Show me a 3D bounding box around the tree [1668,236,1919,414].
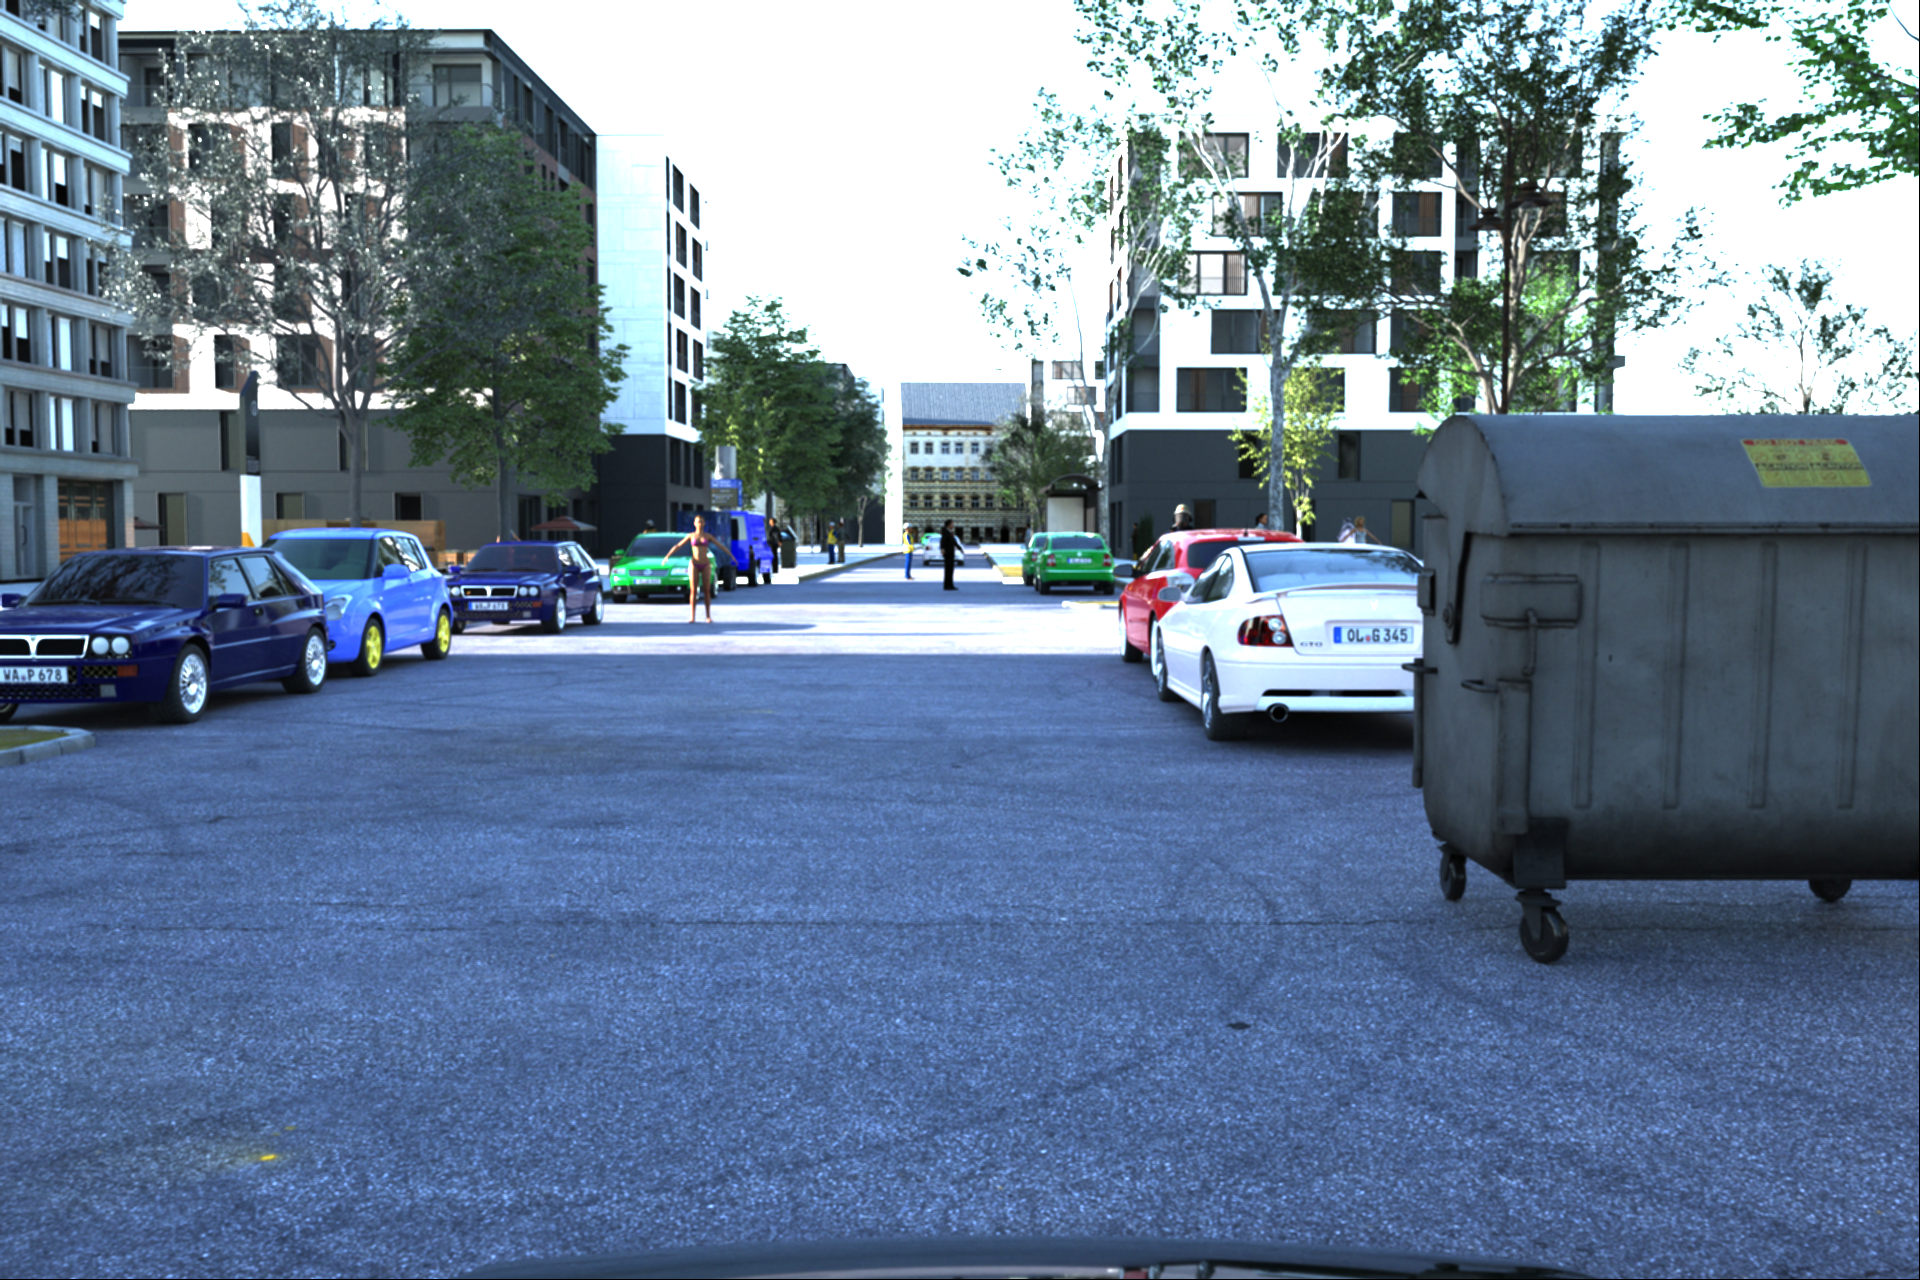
[{"bbox_3d":[26.804,-7.299,53.744,8.767,10.594,7.601,0,4,3],"label":"tree"}]

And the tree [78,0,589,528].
[{"bbox_3d":[-12.884,-7.716,36.531,12.009,13.543,11.850,0,3,0],"label":"tree"}]

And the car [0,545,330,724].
[{"bbox_3d":[-6.650,-0.105,14.295,1.945,1.354,3.894,0,4,0],"label":"car"}]

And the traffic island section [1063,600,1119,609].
[{"bbox_3d":[3.037,-0.687,34.097,1.991,0.108,1.994,0,3,0],"label":"traffic island section"}]

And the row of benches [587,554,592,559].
[{"bbox_3d":[-11.809,-2.322,53.423,1.422,0.672,4.104,0,4,-7],"label":"row of benches"}]

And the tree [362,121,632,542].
[{"bbox_3d":[-13.260,-7.988,48.730,7.486,12.596,7.792,0,3,0],"label":"tree"}]

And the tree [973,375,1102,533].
[{"bbox_3d":[6.179,-13.693,134.254,12.009,13.543,11.850,0,3,0],"label":"tree"}]

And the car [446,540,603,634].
[{"bbox_3d":[-6.569,-0.828,26.110,1.945,1.354,3.894,0,4,1],"label":"car"}]

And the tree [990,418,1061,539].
[{"bbox_3d":[6.417,-13.920,153.349,9.928,11.665,9.643,0,3,0],"label":"tree"}]

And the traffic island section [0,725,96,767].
[{"bbox_3d":[-6.823,0.713,11.206,1.991,0.108,1.994,0,4,1],"label":"traffic island section"}]

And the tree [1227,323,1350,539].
[{"bbox_3d":[11.434,-6.652,59.122,4.737,8.622,4.395,0,3,0],"label":"tree"}]

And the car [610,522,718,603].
[{"bbox_3d":[-6.318,-1.741,37.263,1.959,1.807,4.718,0,4,0],"label":"car"}]

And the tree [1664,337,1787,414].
[{"bbox_3d":[28.262,-7.036,65.396,4.360,8.622,3.978,0,3,0],"label":"tree"}]

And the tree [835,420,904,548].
[{"bbox_3d":[-8.924,-14.113,156.501,9.928,11.665,9.643,0,3,0],"label":"tree"}]

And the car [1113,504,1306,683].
[{"bbox_3d":[2.723,-0.554,18.105,2.155,1.783,4.494,0,4,-1],"label":"car"}]

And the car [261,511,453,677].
[{"bbox_3d":[-6.723,-0.545,18.510,1.945,1.707,3.694,0,3,0],"label":"car"}]

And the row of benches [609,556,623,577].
[{"bbox_3d":[-10.153,-2.317,53.341,1.422,0.672,4.104,0,4,-1],"label":"row of benches"}]

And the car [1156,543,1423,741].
[{"bbox_3d":[2.632,-0.063,13.387,2.083,1.381,4.827,0,4,0],"label":"car"}]

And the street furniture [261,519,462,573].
[{"bbox_3d":[-20.409,-3.032,56.421,11.010,1.723,9.812,-1,4,-9],"label":"street furniture"}]

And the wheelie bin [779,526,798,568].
[{"bbox_3d":[-6.428,-3.474,64.710,0.693,1.594,0.980,0,4,2],"label":"wheelie bin"}]

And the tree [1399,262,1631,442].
[{"bbox_3d":[20.416,-8.469,64.217,9.928,11.665,9.643,0,3,0],"label":"tree"}]

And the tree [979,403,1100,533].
[{"bbox_3d":[5.861,-11.532,122.968,8.767,10.594,7.601,-1,4,-18],"label":"tree"}]

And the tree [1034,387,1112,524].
[{"bbox_3d":[5.725,-8.323,86.443,4.360,8.622,3.978,0,3,0],"label":"tree"}]

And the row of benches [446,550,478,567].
[{"bbox_3d":[-18.904,-3.214,68.014,4.104,0.672,1.422,1,4,22],"label":"row of benches"}]

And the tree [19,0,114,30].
[{"bbox_3d":[-12.346,-6.320,13.710,12.009,13.543,11.850,0,3,0],"label":"tree"}]

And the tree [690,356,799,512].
[{"bbox_3d":[-9.140,-7.451,72.182,4.737,8.622,4.395,0,3,0],"label":"tree"}]

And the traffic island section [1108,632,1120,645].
[{"bbox_3d":[2.992,-0.010,23.022,1.991,0.108,1.994,0,3,0],"label":"traffic island section"}]

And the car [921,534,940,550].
[{"bbox_3d":[-2.487,-8.946,155.059,1.959,1.807,4.718,0,3,0],"label":"car"}]

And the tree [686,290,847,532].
[{"bbox_3d":[-9.389,-9.992,81.499,7.486,12.596,7.792,0,3,0],"label":"tree"}]

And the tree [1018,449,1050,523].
[{"bbox_3d":[6.857,-11.862,144.301,4.360,8.622,3.978,0,3,0],"label":"tree"}]

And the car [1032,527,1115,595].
[{"bbox_3d":[2.757,-2.046,42.255,1.959,1.807,4.718,0,3,0],"label":"car"}]

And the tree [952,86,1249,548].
[{"bbox_3d":[5.673,-13.290,73.187,12.611,20.169,13.585,0,3,0],"label":"tree"}]

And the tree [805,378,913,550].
[{"bbox_3d":[-9.298,-13.812,136.202,12.009,13.543,11.850,0,3,0],"label":"tree"}]

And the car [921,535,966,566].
[{"bbox_3d":[-0.760,-4.102,79.422,2.083,1.381,4.827,0,4,-1],"label":"car"}]

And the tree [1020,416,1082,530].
[{"bbox_3d":[5.848,-9.684,108.693,4.737,8.622,4.395,0,3,0],"label":"tree"}]

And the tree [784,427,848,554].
[{"bbox_3d":[-9.335,-9.767,110.054,4.737,8.622,4.395,0,3,0],"label":"tree"}]

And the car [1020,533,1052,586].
[{"bbox_3d":[2.695,-2.478,49.317,1.959,1.807,4.718,0,4,0],"label":"car"}]
